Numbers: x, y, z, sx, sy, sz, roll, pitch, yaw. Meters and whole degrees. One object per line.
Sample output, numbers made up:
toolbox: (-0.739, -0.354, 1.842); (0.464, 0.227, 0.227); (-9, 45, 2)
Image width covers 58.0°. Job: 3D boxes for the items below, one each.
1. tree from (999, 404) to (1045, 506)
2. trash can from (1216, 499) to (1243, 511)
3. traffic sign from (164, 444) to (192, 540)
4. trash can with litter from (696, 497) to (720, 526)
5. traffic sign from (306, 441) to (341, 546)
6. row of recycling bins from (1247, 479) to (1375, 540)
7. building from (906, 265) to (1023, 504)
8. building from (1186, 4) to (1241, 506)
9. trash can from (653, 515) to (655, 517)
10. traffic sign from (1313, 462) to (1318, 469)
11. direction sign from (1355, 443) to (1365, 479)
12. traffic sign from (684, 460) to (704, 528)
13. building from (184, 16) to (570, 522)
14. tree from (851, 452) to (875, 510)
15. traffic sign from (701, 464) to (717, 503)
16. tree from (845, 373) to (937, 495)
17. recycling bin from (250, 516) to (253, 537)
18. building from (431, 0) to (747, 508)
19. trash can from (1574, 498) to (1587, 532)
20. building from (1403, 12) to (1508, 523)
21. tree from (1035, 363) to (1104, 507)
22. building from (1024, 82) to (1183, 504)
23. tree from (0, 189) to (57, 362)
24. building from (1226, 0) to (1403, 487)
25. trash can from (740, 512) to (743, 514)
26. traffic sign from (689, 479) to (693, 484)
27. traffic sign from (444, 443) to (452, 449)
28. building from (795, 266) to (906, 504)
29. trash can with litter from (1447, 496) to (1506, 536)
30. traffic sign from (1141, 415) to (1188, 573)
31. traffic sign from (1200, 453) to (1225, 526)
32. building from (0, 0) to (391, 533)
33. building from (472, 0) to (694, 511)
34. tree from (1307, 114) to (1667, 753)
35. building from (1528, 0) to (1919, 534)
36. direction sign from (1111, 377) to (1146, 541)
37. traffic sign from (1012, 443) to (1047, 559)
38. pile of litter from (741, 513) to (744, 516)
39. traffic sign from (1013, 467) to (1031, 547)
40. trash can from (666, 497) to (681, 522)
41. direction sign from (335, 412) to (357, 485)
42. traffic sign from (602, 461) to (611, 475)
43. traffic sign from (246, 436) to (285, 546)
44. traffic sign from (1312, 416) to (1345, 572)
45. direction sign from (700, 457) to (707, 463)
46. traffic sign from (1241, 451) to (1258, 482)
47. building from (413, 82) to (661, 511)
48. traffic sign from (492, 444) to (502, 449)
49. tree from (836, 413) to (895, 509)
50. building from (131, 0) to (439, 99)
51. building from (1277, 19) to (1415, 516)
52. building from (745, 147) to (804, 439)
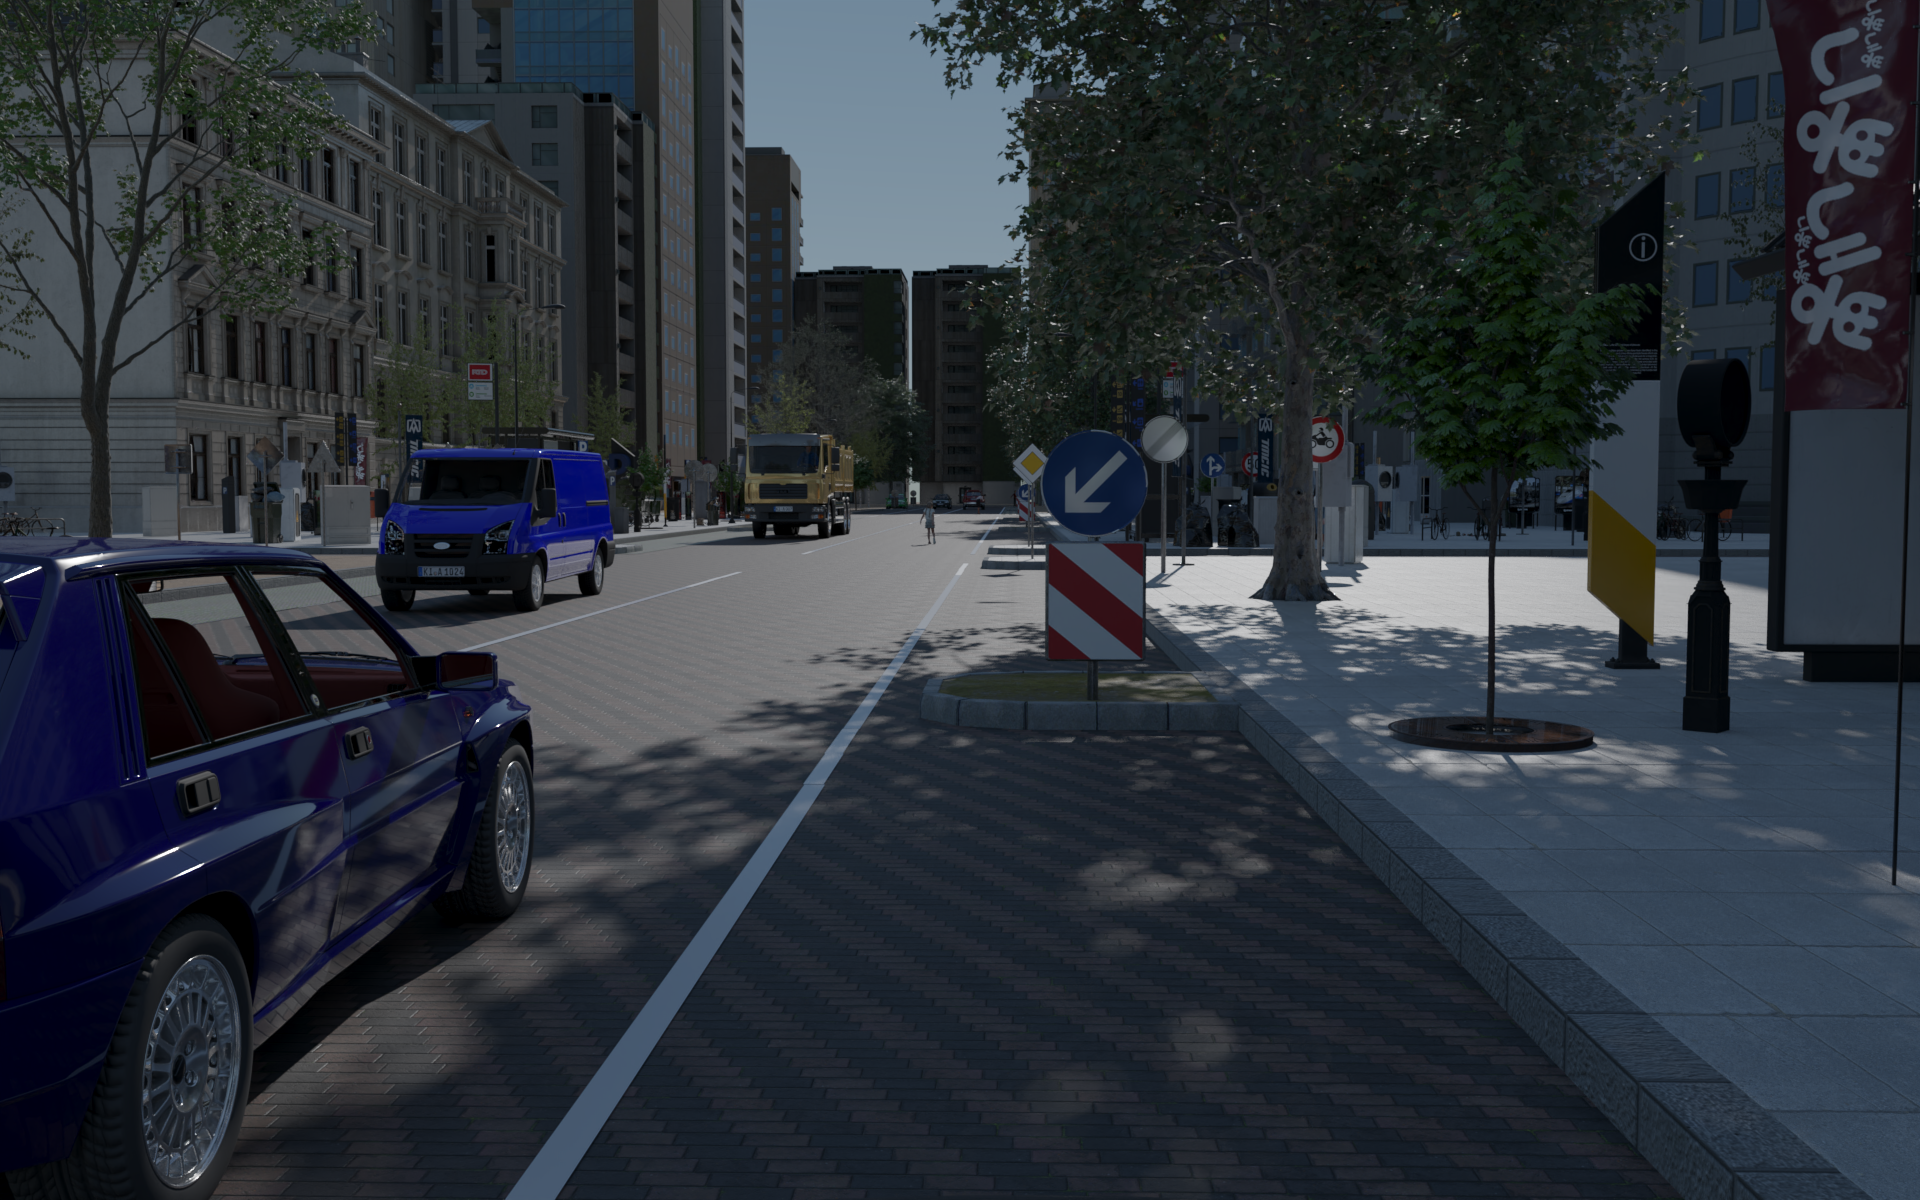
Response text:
tree: (8.882, -17.065, 185.675); (9.857, 13.997, 8.962); (0, 3, 0)
trash can: (7.530, -2.249, 48.427); (0.748, 1.137, 0.748); (0, 3, 0)
traffic sign: (-16.069, -2.048, 35.614); (0.606, 2.300, 0.079); (1, 4, 9)
trash can with litter: (-10.251, -3.593, 70.133); (1.055, 1.170, 0.624); (0, 4, 4)
traffic sign: (-15.559, -2.589, 42.331); (0.884, 2.594, 0.081); (0, 4, 7)
row of recycling bins: (9.857, -2.547, 48.748); (3.534, 1.692, 1.069); (0, 4, 0)
building: (0.939, -27.496, 221.263); (14.107, 30.474, 14.160); (0, 4, 2)
building: (31.746, -37.993, 163.183); (21.231, 58.520, 28.212); (0, 4, 2)
trash can: (-17.417, -5.229, 97.143); (0.748, 1.137, 0.748); (0, 3, 0)
traffic sign: (6.030, -1.732, 30.452); (0.606, 2.300, 0.079); (1, 4, 10)
direction sign: (17.676, -5.179, 76.681); (0.379, 3.537, 0.876); (-1, 4, -13)
traffic sign: (-9.959, -3.961, 64.873); (0.768, 2.556, 0.104); (0, 4, 4)
building: (-30.810, -16.747, 92.903); (14.460, 24.649, 34.723); (0, 4, 2)
tree: (-8.148, -9.321, 136.114); (4.285, 4.588, 4.351); (0, 3, 0)
traffic sign: (-10.496, -4.412, 72.245); (0.768, 2.556, 0.104); (0, 4, 5)
tree: (-7.332, -16.778, 180.979); (9.857, 13.997, 8.962); (0, 3, 0)
recycling bin: (-20.787, -2.410, 51.951); (0.722, 1.027, 0.722); (3, 4, 36)
building: (-35.577, -38.355, 169.108); (28.212, 58.520, 21.231); (0, 4, 2)
trash can: (21.085, -2.867, 58.528); (0.748, 1.137, 0.748); (0, 3, 0)
building: (28.670, -24.405, 82.624); (14.154, 41.232, 14.086); (0, 4, 2)
tree: (5.514, -8.494, 89.238); (4.737, 8.622, 4.395); (0, 3, 0)
building: (22.118, -39.056, 227.802); (27.495, 52.752, 28.713); (0, 4, 2)
tree: (-18.807, -4.943, 31.186); (4.360, 8.622, 3.978); (0, 3, 0)
building: (32.679, -31.371, 132.526); (23.786, 49.044, 30.456); (0, 4, 2)
trash can: (-13.134, -5.542, 102.270); (0.748, 1.137, 0.748); (0, 3, 0)
traffic sign: (-14.230, -5.683, 93.029); (0.768, 2.556, 0.104); (0, 4, 8)
traffic sign: (-12.950, -2.680, 43.826); (0.884, 2.594, 0.081); (1, 4, 8)
building: (-13.801, -27.567, 222.413); (14.107, 30.474, 14.160); (0, 4, 2)
trash can with litter: (15.777, -2.559, 52.899); (2.233, 1.210, 1.678); (-1, 4, -14)
traffic sign: (3.318, -1.717, 28.180); (0.768, 2.556, 0.104); (0, 4, 3)
traffic sign: (7.882, -3.302, 54.101); (0.768, 2.556, 0.104); (0, 4, 6)
building: (-30.268, -12.322, 66.089); (10.561, 19.102, 19.286); (0, 4, 2)
building: (-29.433, -29.894, 138.882); (14.600, 45.320, 14.200); (0, 4, 2)
tree: (2.807, -0.873, 8.870); (1.663, 3.219, 1.824); (0, 3, 0)
building: (37.268, -31.889, 63.379); (28.212, 58.520, 21.231); (0, 4, 2)
direction sign: (3.149, -2.479, 32.521); (0.379, 3.537, 0.876); (-3, 5, -40)
traffic sign: (1.427, -1.867, 34.169); (0.795, 2.450, 0.064); (0, 4, 2)
pile of litter: (-12.209, -5.232, 99.504); (1.176, 0.858, 1.719); (0, 4, 0)
traffic sign: (1.676, -2.355, 42.150); (0.795, 2.450, 0.064); (0, 4, 2)
trash can: (-13.452, -4.249, 81.128); (0.748, 1.137, 0.748); (0, 3, 0)
direction sign: (-17.097, -3.443, 48.298); (0.379, 3.537, 0.876); (1, 4, 19)
traffic sign: (-8.963, -2.377, 42.501); (0.795, 2.450, 0.064); (0, 4, 2)
traffic sign: (-13.778, -2.030, 34.373); (0.795, 2.450, 0.064); (0, 4, 6)
traffic sign: (5.907, -1.730, 28.397); (0.768, 2.556, 0.104); (1, 4, 9)
direction sign: (-15.578, -6.929, 105.292); (0.379, 3.537, 0.876); (1, 4, 21)
traffic sign: (8.781, -3.158, 51.736); (0.768, 2.556, 0.104); (0, 4, 7)
building: (-30.185, -21.622, 125.225); (14.160, 30.474, 14.107); (0, 4, 2)
traffic sign: (-9.212, -1.889, 34.520); (0.795, 2.450, 0.064); (0, 4, 2)
tree: (-8.827, -12.356, 152.384); (4.737, 8.622, 4.395); (0, 3, 0)
building: (-63.951, -35.312, 166.593); (27.495, 52.752, 28.713); (0, 4, 2)
building: (26.985, -20.652, 109.361); (14.160, 30.474, 14.107); (0, 4, 2)
building: (-27.932, -35.033, 222.895); (14.200, 45.320, 14.600); (0, 4, 2)
